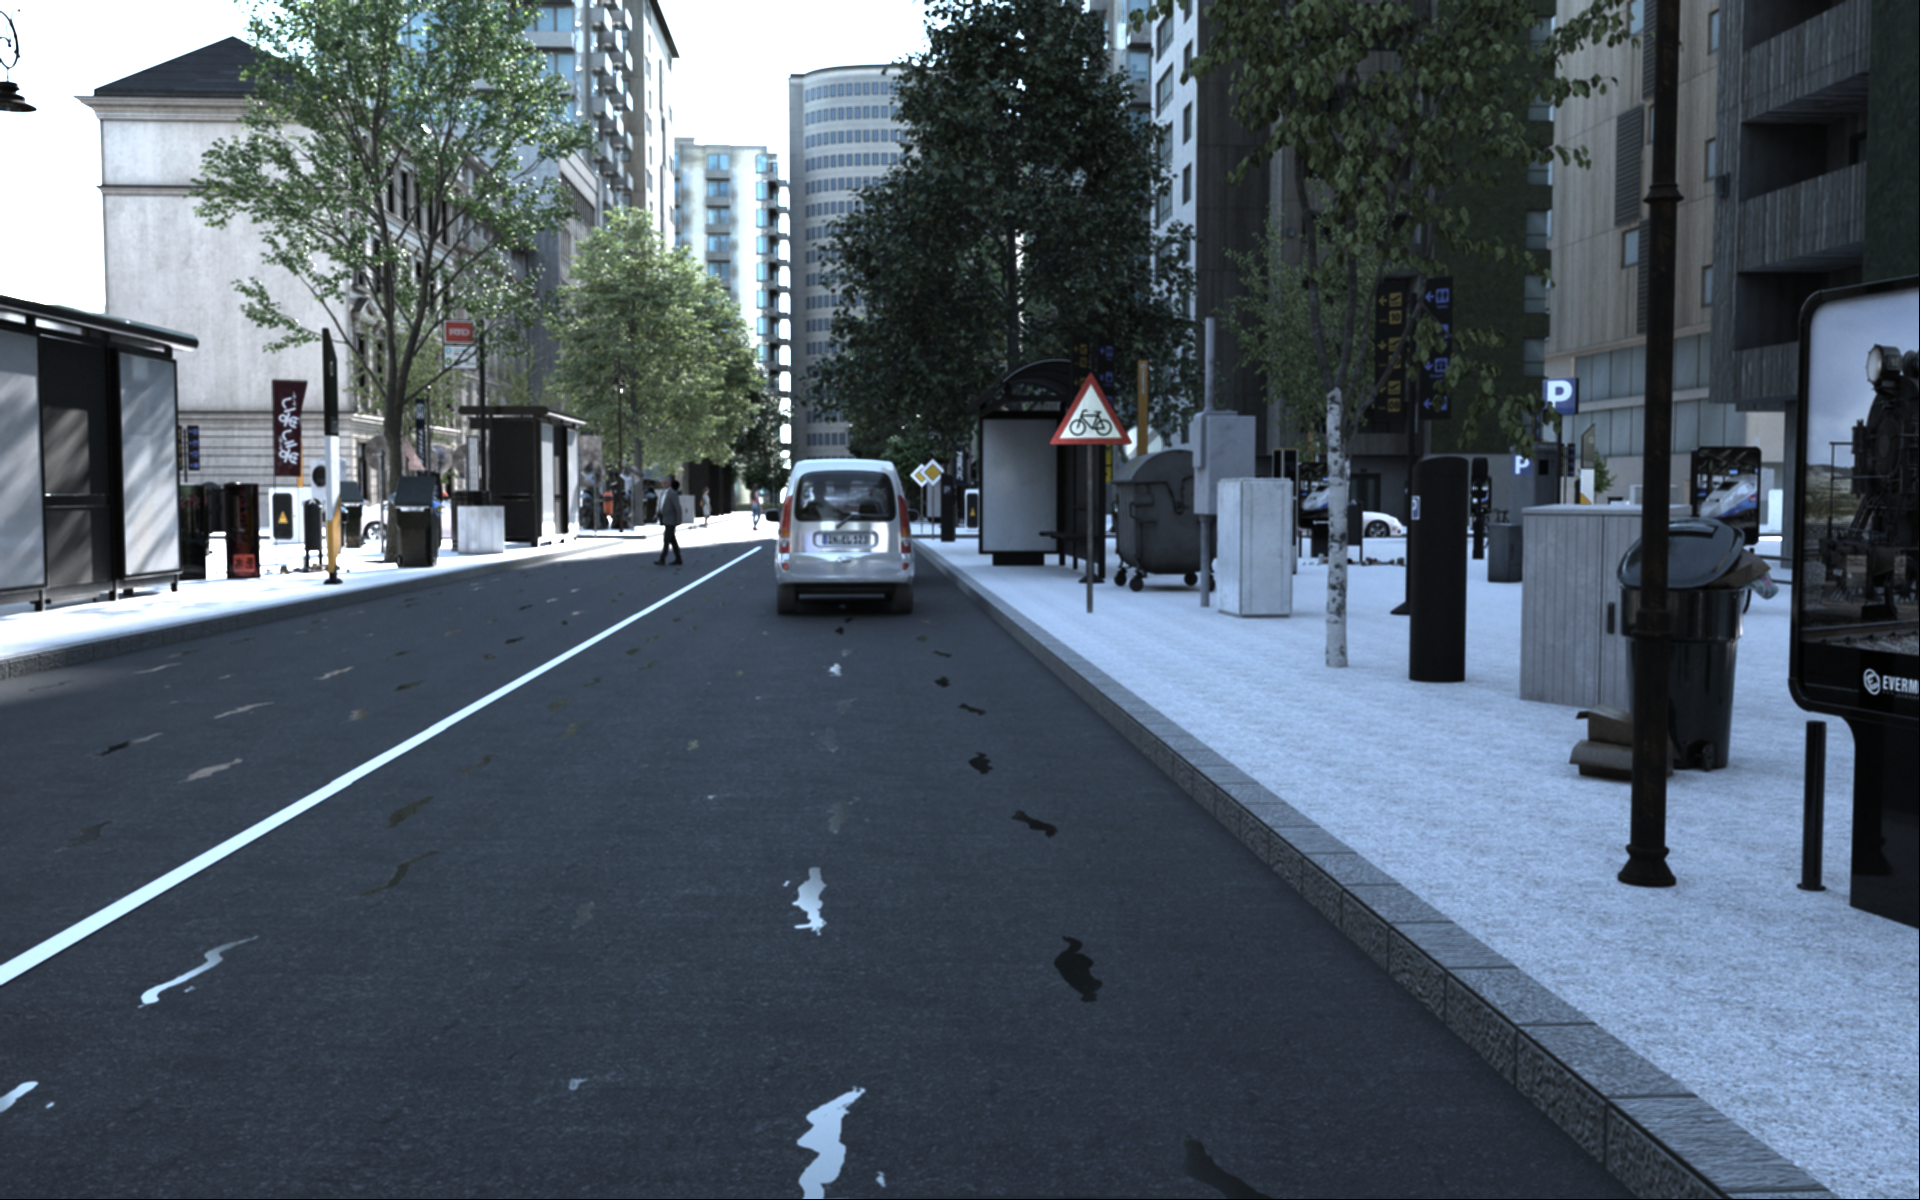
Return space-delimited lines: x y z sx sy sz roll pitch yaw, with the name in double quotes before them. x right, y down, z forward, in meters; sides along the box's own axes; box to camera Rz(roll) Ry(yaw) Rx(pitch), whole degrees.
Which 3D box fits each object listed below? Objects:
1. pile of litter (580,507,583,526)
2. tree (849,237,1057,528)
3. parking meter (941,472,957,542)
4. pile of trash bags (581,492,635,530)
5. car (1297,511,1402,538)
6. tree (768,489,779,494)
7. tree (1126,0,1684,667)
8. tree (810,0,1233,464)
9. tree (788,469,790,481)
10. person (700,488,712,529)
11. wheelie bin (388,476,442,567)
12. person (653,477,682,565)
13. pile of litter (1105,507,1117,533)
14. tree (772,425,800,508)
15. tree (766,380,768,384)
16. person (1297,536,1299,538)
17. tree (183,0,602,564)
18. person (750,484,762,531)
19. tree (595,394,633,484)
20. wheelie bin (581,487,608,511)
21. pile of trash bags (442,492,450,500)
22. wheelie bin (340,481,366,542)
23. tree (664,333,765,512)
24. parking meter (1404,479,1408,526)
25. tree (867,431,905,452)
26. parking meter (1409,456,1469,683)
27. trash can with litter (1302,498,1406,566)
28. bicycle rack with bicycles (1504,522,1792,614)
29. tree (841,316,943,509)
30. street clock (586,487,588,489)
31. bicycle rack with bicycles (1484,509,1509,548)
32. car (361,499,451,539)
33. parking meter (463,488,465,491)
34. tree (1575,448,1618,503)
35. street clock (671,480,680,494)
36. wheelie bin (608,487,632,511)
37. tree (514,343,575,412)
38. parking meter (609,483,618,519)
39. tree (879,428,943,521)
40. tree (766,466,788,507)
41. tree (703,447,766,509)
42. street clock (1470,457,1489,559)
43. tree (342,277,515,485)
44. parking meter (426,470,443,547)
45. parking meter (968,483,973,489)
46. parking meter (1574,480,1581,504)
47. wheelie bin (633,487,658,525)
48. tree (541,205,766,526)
"pile of litter" -15.454 -3.427 69.989 1.176 0.858 1.719 2 4 25
"tree" -0.159 -8.612 66.569 9.928 11.665 9.643 0 3 0
"parking meter" -0.304 -2.507 46.705 0.399 1.863 0.255 1 4 14
"pile of trash bags" -13.031 -3.323 64.076 1.912 1.369 3.447 -1 4 -12
"car" 11.075 -2.483 52.959 4.827 1.381 2.083 0 4 -3
"tree" -19.426 -11.335 179.927 1.663 3.219 1.824 0 3 0
"tree" 2.875 -3.795 12.408 4.737 8.622 4.395 0 3 0
"tree" 1.118 -7.366 37.440 9.611 12.733 9.660 0 3 0
"tree" -18.161 -11.424 170.494 4.285 4.588 4.351 0 3 0
"person" -10.483 -3.793 71.513 0.522 1.701 0.512 -2 4 -33
"wheelie bin" -9.557 -1.379 30.459 0.980 1.594 0.693 0 4 -1
"person" -5.927 -1.590 34.893 0.661 1.777 0.834 3 5 41
"pile of litter" 5.378 -2.630 56.965 1.176 0.858 1.719 -1 4 -9
"tree" -17.391 -13.050 163.735 4.737 8.622 4.395 0 3 0
"tree" -12.910 -10.139 83.900 7.486 12.596 7.792 0 3 0
"person" 10.594 -2.789 54.771 0.731 1.740 0.598 0 4 8
"tree" -10.437 -6.494 31.934 9.928 11.665 9.643 0 3 0
"person" -7.929 -3.602 67.397 0.555 1.821 0.388 2 4 27
"tree" -22.483 -9.927 112.674 4.360 8.622 3.978 0 3 0
"wheelie bin" -14.474 -3.679 68.060 0.693 1.594 0.980 1 4 16
"pile of trash bags" -19.221 -3.552 67.830 3.447 1.369 1.912 2 4 24
"wheelie bin" -15.193 -2.129 42.723 0.693 1.594 0.980 3 5 42
"tree" -16.244 -12.566 122.455 9.611 12.733 9.660 0 3 0
"parking meter" 17.826 -3.853 68.708 0.255 1.863 0.399 -1 4 -18
"tree" -6.087 -12.340 152.124 4.360 8.622 3.978 0 3 0
"parking meter" 3.293 -0.214 11.915 0.372 1.533 0.369 0 3 0
"trash can with litter" 7.346 -1.241 31.349 2.233 1.210 1.678 3 5 40
"bicycle rack with bicycles" 7.787 -0.338 18.907 2.852 0.926 2.925 0 4 3
"tree" -3.451 -12.332 108.287 9.857 13.997 8.962 0 3 0
"street clock" -20.031 -5.467 93.959 0.471 2.002 0.358 1 4 9
"bicycle rack with bicycles" 13.440 -1.702 41.211 2.925 0.926 2.852 -2 4 -29
"car" -15.493 -2.349 50.762 4.827 1.381 2.083 0 4 -3
"parking meter" -13.332 -2.375 47.250 0.372 1.533 0.369 0 3 0
"tree" 26.432 -4.716 71.705 1.663 3.219 1.824 0 3 0
"street clock" -15.089 -5.338 91.841 0.471 2.002 0.358 -1 4 -10
"wheelie bin" -18.035 -5.136 91.886 0.693 1.594 0.980 3 5 43
"tree" -20.775 -8.133 83.333 4.737 8.622 4.395 0 3 0
"parking meter" -18.041 -5.169 90.232 0.255 1.863 0.399 3 4 38
"tree" -2.288 -6.098 83.411 4.285 4.588 4.351 0 3 0
"tree" -17.971 -10.309 152.262 4.285 4.588 4.351 0 3 0
"tree" -15.748 -7.868 112.350 4.285 4.588 4.351 0 3 0
"street clock" 10.240 -1.810 34.158 0.358 2.002 0.471 2 4 28
"tree" -18.070 -6.542 57.324 4.737 8.622 4.395 0 3 0
"parking meter" -12.653 -2.195 41.604 0.399 1.863 0.255 -2 4 -29
"parking meter" 0.562 -5.380 93.666 0.255 1.863 0.399 -1 4 -13
"parking meter" 25.396 -4.002 71.145 0.255 1.863 0.399 1 4 10
"wheelie bin" -13.622 -4.140 75.603 0.980 1.594 0.693 3 4 36
"tree" -13.246 -9.229 69.028 7.486 12.596 7.792 0 3 0
